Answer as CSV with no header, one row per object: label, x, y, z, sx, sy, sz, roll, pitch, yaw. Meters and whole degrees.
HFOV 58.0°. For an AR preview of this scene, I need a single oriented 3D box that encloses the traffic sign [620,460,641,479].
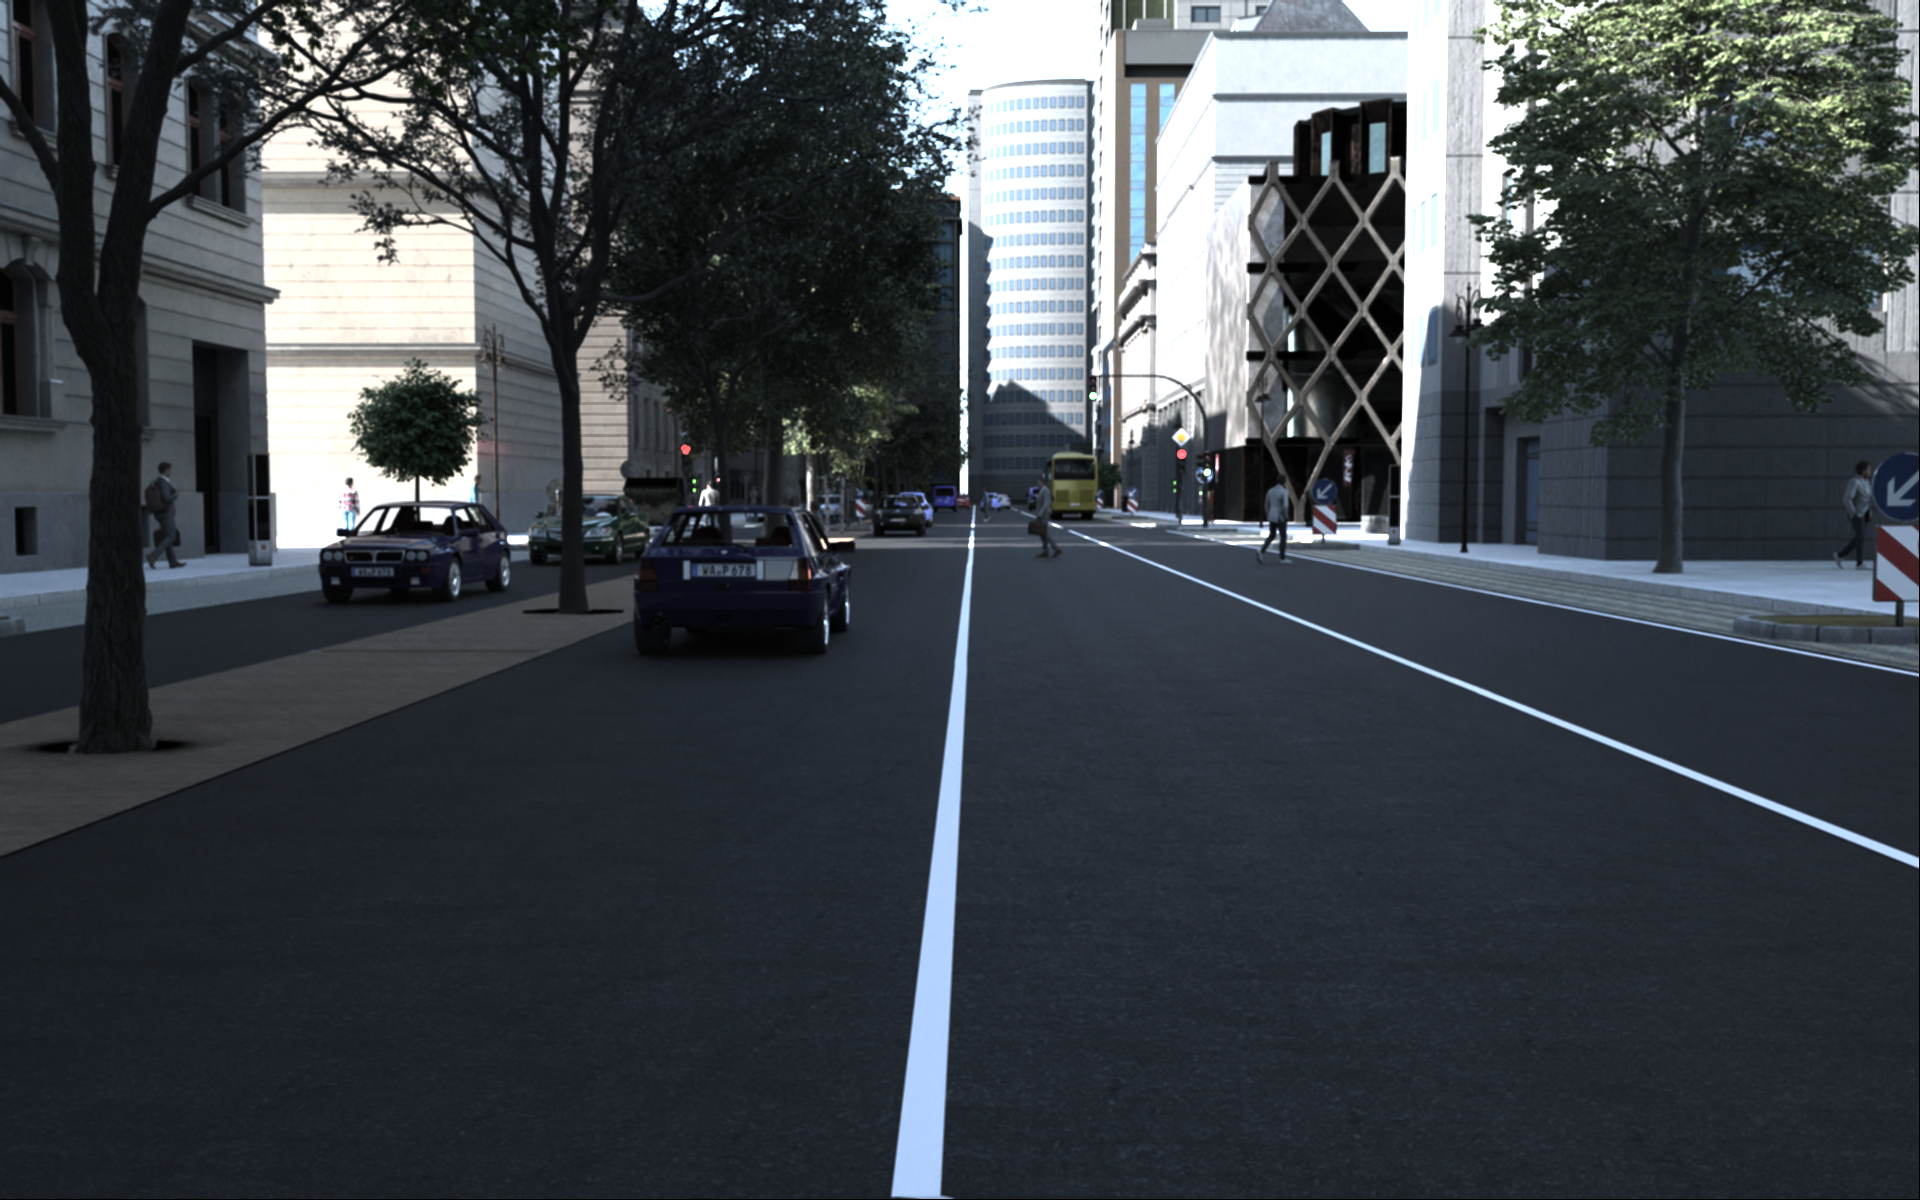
traffic sign,-12.152,-3.903,63.915,0.768,2.556,0.104,0,4,2

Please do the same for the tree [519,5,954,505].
tree,-4.262,-5.817,31.977,8.767,10.594,7.601,0,4,1

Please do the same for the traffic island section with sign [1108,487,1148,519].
traffic island section with sign,9.697,-5.539,99.192,1.989,1.847,2.006,0,4,1

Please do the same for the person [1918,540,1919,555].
person,7.115,-0.201,12.131,0.623,1.781,0.721,-2,4,-33

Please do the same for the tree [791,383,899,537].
tree,-4.388,-6.393,57.343,4.737,8.622,4.395,0,3,0

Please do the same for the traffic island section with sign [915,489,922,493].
traffic island section with sign,-3.614,-8.623,149.127,2.006,1.907,1.989,0,4,1

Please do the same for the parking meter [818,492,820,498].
parking meter,-11.580,-8.084,140.587,0.372,1.533,0.369,0,3,0

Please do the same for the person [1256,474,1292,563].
person,6.524,-1.680,35.814,0.795,1.843,0.661,-2,4,-32

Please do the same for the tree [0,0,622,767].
tree,-4.604,-4.952,9.180,9.928,11.665,9.643,0,3,0

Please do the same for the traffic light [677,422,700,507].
traffic light,-10.407,-4.731,66.270,0.839,4.253,0.868,0,4,1

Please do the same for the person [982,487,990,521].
person,1.394,-5.085,91.980,0.444,1.785,0.601,0,4,7

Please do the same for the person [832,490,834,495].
person,-12.678,-10.043,170.778,0.617,1.759,0.750,-1,4,-16

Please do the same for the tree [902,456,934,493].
tree,-3.399,-9.596,109.717,4.737,8.622,4.395,0,3,0

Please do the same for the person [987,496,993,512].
person,2.442,-7.807,140.417,0.475,1.303,0.640,2,4,34

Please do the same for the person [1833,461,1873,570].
person,15.210,-1.442,29.465,0.661,1.843,0.795,-2,4,-35

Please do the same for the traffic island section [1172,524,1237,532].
traffic island section,9.394,-2.688,66.223,2.009,0.180,2.903,0,4,1

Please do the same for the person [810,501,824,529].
person,-2.749,-1.240,33.053,0.640,1.303,0.475,-3,5,-40

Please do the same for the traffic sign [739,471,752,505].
traffic sign,-11.855,-5.846,95.681,0.768,2.556,0.104,0,4,8

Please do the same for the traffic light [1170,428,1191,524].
traffic light,9.425,-5.209,74.094,0.839,4.253,0.868,0,4,1

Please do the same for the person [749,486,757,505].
person,-12.146,-5.840,101.871,0.599,1.781,0.374,-2,4,-30

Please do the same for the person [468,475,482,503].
person,-12.514,-2.333,44.533,0.444,1.785,0.601,-1,4,-16

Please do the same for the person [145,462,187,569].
person,-13.701,-1.454,29.775,0.622,1.834,0.822,2,4,35

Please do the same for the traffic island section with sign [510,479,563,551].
traffic island section with sign,-10.314,-2.176,44.213,1.989,1.847,2.006,0,4,1

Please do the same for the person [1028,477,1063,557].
person,1.895,-1.885,39.448,0.853,1.813,0.709,-1,4,-15

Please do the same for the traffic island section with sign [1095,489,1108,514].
traffic island section with sign,9.936,-7.188,126.146,1.989,1.847,2.006,0,4,1

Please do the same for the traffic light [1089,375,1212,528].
traffic light,7.261,-5.585,65.987,4.771,5.953,1.251,0,4,1

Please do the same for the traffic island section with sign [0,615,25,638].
traffic island section with sign,-10.562,-0.526,17.223,1.989,1.847,2.006,0,4,1

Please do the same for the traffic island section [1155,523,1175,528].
traffic island section,9.465,-3.176,74.208,2.009,0.180,2.903,0,4,1

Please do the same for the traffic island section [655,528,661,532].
traffic island section,-10.447,-2.699,66.405,2.009,0.180,2.903,0,4,1

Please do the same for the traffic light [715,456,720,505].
traffic light,-8.243,-6.092,74.271,4.771,5.953,1.251,0,4,1

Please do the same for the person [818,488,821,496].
person,-12.006,-8.598,146.723,0.694,1.812,0.767,-1,4,-16

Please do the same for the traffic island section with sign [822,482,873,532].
traffic island section with sign,-4.353,-3.575,66.584,2.006,1.907,1.989,0,4,1

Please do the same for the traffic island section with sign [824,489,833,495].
traffic island section with sign,-9.584,-7.213,126.559,1.989,1.847,2.006,0,4,1

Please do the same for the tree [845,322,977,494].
tree,-3.812,-11.183,102.312,9.611,12.733,9.660,0,3,0

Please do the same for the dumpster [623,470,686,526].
dumpster,-10.435,-3.313,59.116,1.985,2.255,1.502,0,4,1

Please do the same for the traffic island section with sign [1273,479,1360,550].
traffic island section with sign,9.213,-2.228,45.052,1.989,1.847,2.006,0,4,1

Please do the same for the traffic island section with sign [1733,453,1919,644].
traffic island section with sign,8.961,-0.535,17.370,1.989,1.847,2.006,0,4,1

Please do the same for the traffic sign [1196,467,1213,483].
traffic sign,11.184,-4.836,79.166,0.768,2.556,0.104,0,4,7

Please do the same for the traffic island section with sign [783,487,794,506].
traffic island section with sign,-9.826,-5.542,99.237,1.989,1.847,2.006,0,4,1

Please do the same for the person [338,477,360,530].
person,-16.185,-2.383,45.847,0.563,1.720,0.643,0,4,6

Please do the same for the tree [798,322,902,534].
tree,-4.247,-6.677,61.982,4.360,8.622,3.978,0,3,0

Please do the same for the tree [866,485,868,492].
tree,-11.459,-12.369,196.837,1.663,3.219,1.824,0,3,0

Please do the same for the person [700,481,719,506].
person,-7.700,-2.760,53.467,0.661,1.843,0.795,-1,4,-11

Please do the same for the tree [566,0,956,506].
tree,-4.543,-8.091,41.408,9.857,13.997,8.962,0,3,0

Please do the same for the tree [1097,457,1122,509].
tree,12.751,-10.313,152.328,4.285,4.588,4.351,0,3,0

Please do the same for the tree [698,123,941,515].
tree,-4.454,-7.978,51.024,7.486,12.596,7.792,0,3,0

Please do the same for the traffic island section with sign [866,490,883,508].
traffic island section with sign,-9.125,-10.285,176.788,1.989,1.847,2.006,0,4,1

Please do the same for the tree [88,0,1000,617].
tree,-4.595,-6.565,20.171,12.009,13.543,11.850,0,3,0

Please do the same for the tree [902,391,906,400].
tree,-4.348,-7.470,74.953,4.360,8.622,3.978,0,3,0
